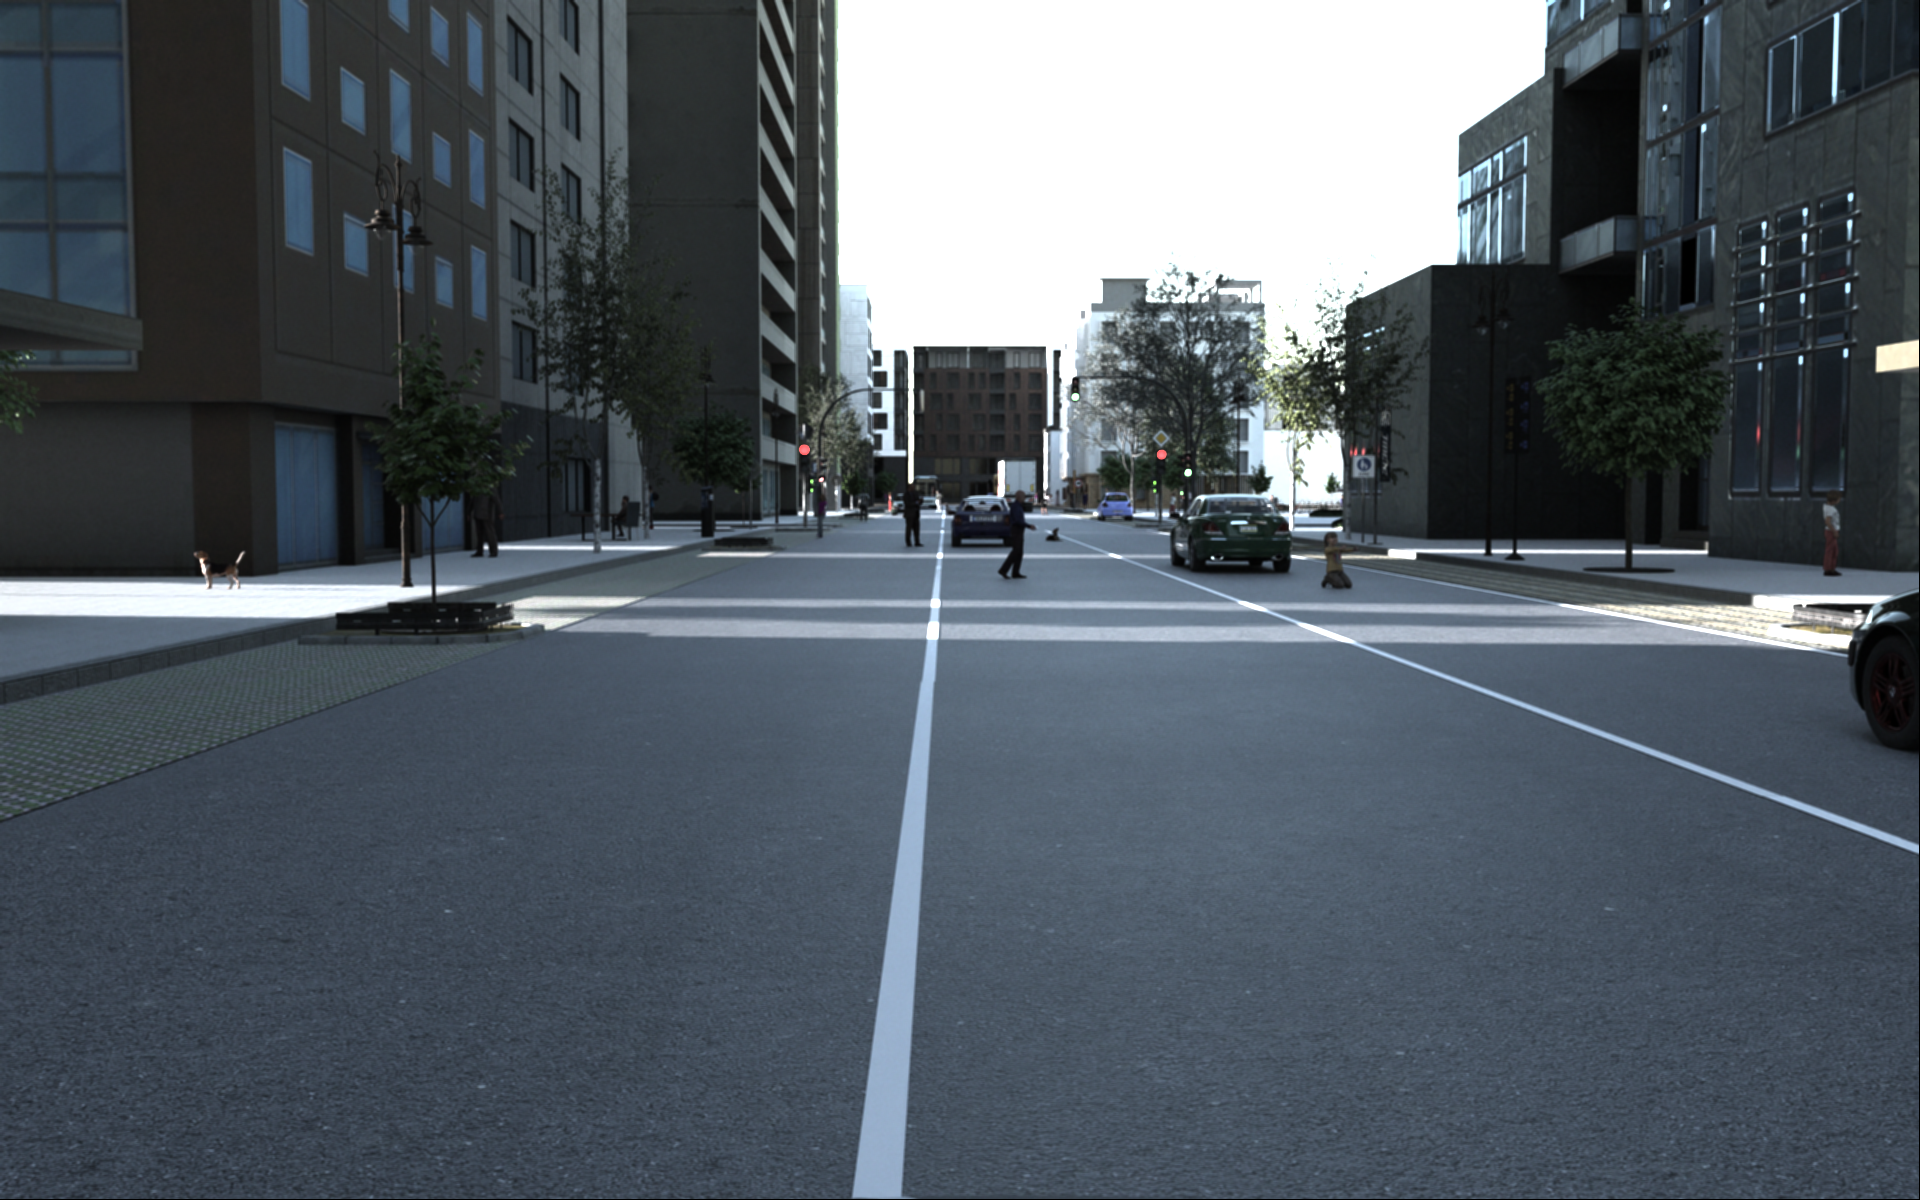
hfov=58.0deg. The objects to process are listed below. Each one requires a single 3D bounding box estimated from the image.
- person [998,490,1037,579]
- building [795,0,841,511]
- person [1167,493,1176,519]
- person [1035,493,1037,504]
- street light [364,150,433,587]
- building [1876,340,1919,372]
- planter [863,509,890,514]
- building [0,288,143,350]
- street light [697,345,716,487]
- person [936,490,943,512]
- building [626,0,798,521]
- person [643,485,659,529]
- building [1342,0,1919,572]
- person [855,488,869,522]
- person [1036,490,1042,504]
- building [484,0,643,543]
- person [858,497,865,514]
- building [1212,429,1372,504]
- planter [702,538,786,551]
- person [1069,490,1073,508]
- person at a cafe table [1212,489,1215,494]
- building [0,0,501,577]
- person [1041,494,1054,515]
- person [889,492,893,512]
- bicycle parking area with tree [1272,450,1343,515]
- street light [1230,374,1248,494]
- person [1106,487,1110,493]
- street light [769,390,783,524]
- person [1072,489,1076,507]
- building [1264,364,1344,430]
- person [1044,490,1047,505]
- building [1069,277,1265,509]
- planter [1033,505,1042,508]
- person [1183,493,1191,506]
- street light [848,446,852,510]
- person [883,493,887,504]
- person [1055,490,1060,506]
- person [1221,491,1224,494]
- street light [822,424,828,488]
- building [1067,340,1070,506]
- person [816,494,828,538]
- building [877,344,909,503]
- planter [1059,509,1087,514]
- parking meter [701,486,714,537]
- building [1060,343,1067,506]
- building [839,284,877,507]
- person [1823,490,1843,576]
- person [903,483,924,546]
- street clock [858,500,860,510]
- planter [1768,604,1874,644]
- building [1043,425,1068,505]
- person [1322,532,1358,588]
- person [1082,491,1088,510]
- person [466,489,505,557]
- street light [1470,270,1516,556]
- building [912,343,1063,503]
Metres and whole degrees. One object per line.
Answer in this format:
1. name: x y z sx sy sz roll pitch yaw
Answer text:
1. person: 1.019 -1.114 29.405 0.600 1.496 0.574 2 4 25
2. building: -16.465 -27.323 130.318 14.154 41.232 14.086 0 4 0
3. person: 10.925 -4.857 89.367 0.340 1.345 0.435 2 4 31
4. person: 9.768 -13.000 221.816 0.991 1.433 0.599 -1 4 -19
5. street light: -7.649 -3.118 23.761 0.468 5.910 1.993 0 4 0
6. building: 21.530 -21.414 4.739 22.147 44.769 28.867 0 4 0
7. planter: -6.155 -6.449 126.575 1.991 0.319 1.994 0 4 0
8. building: -21.842 -25.309 3.044 28.713 52.752 27.495 0 4 0
9. street light: -7.903 -4.965 53.963 0.468 5.910 1.993 0 4 0
10. person: -1.732 -8.058 140.967 0.376 1.734 0.841 2 4 34
11. building: -20.281 -28.638 91.940 21.300 48.544 21.600 0 4 0
12. person: -11.321 -3.387 63.298 0.662 1.594 0.647 0 4 6
13. building: 24.390 -44.568 41.352 22.319 86.520 31.000 0 4 0
14. person: -4.950 -4.863 88.731 0.841 1.734 0.376 2 4 31
15. person: 9.754 -12.673 213.793 0.990 1.755 0.434 3 5 41
16. building: -22.339 -37.643 53.714 20.611 71.187 20.563 0 4 0
17. person: -6.723 -6.730 119.255 0.841 1.734 0.376 1 4 14
18. building: 42.620 -17.096 221.673 28.070 9.664 9.099 0 4 0
19. planter: -5.483 -1.415 44.281 1.991 0.319 1.994 0 4 0
20. person: 10.140 -9.271 158.429 0.445 1.727 0.742 -3 4 -36
21. person at a cafe table: 12.821 -4.756 86.276 1.698 1.524 1.622 -2 4 -31
22. building: -17.559 -23.363 32.100 14.600 45.320 14.200 0 4 0
23. person: 5.985 -6.563 118.990 0.799 1.438 0.628 -2 4 -30
24. person: -5.567 -7.919 139.686 0.444 1.614 0.593 1 4 10
25. bicycle parking area with tree: 23.432 -7.582 110.971 8.231 4.147 9.016 -1 4 -20
26. street light: 10.698 -5.737 66.582 0.468 5.910 1.993 0 4 0
27. person: 9.896 -6.659 115.642 0.376 1.734 0.841 0 3 0
28. street light: -7.978 -6.268 75.265 0.468 5.910 1.993 0 4 0
29. person: 10.935 -9.789 166.769 0.621 1.740 0.551 -1 4 -19
30. building: 42.001 -23.061 243.500 31.486 18.905 16.747 0 4 0
31. person: 10.020 -11.820 200.027 0.721 1.743 1.217 0 4 -7
32. building: 18.606 -18.381 156.951 16.016 20.091 11.380 0 4 0
33. planter: 7.870 -9.544 177.187 1.991 0.319 1.994 0 4 0
34. person: 14.589 -6.284 110.991 0.614 1.554 0.590 -1 4 -14
35. street light: -8.618 -9.962 135.667 0.468 5.910 1.993 0 4 0
36. person: -9.209 -12.615 215.514 0.991 1.433 0.599 -2 4 -24
37. person: 10.461 -10.923 185.298 0.621 1.740 0.551 0 4 -5
38. person: 11.902 -4.206 78.042 0.726 1.435 0.776 2 4 31
39. street light: -8.317 -8.115 105.466 0.468 5.910 1.993 0 4 0
40. building: 19.824 -19.771 179.679 16.016 20.091 11.380 0 4 0
41. person: -4.605 -2.746 56.638 0.726 1.435 0.776 3 4 36
42. building: -23.785 -24.767 248.911 32.646 21.610 27.936 0 4 0
43. planter: 8.271 -6.465 126.844 1.991 0.319 1.994 0 4 0
44. parking meter: -7.514 -2.637 51.530 0.372 1.533 0.369 0 3 0
45. building: 19.185 -20.487 191.388 16.016 20.091 11.380 0 4 0
46. building: -22.903 -19.712 166.262 27.936 21.610 32.646 0 4 0
47. person: 13.703 -1.052 27.152 0.340 1.345 0.435 1 4 16
48. person: -1.253 -2.337 47.394 0.600 1.739 0.565 1 4 19
49. street clock: -8.298 -8.447 142.675 0.358 2.002 0.471 -1 4 -23
50. planter: 9.177 0.244 17.143 1.991 0.319 1.994 0 4 0
51. building: 15.501 -16.466 211.367 9.099 9.664 28.070 0 4 0
52. person: 5.778 -0.607 26.357 0.347 0.859 0.695 -1 4 -23
53. person: 9.966 -7.941 138.247 0.453 1.535 0.546 0 4 -2
54. person: -9.677 -1.752 35.234 0.990 1.755 0.434 2 4 30
55. street light: 10.998 -3.859 35.880 0.468 5.910 1.993 0 4 0
56. building: 9.679 -24.752 248.673 32.646 21.610 27.936 0 4 0
